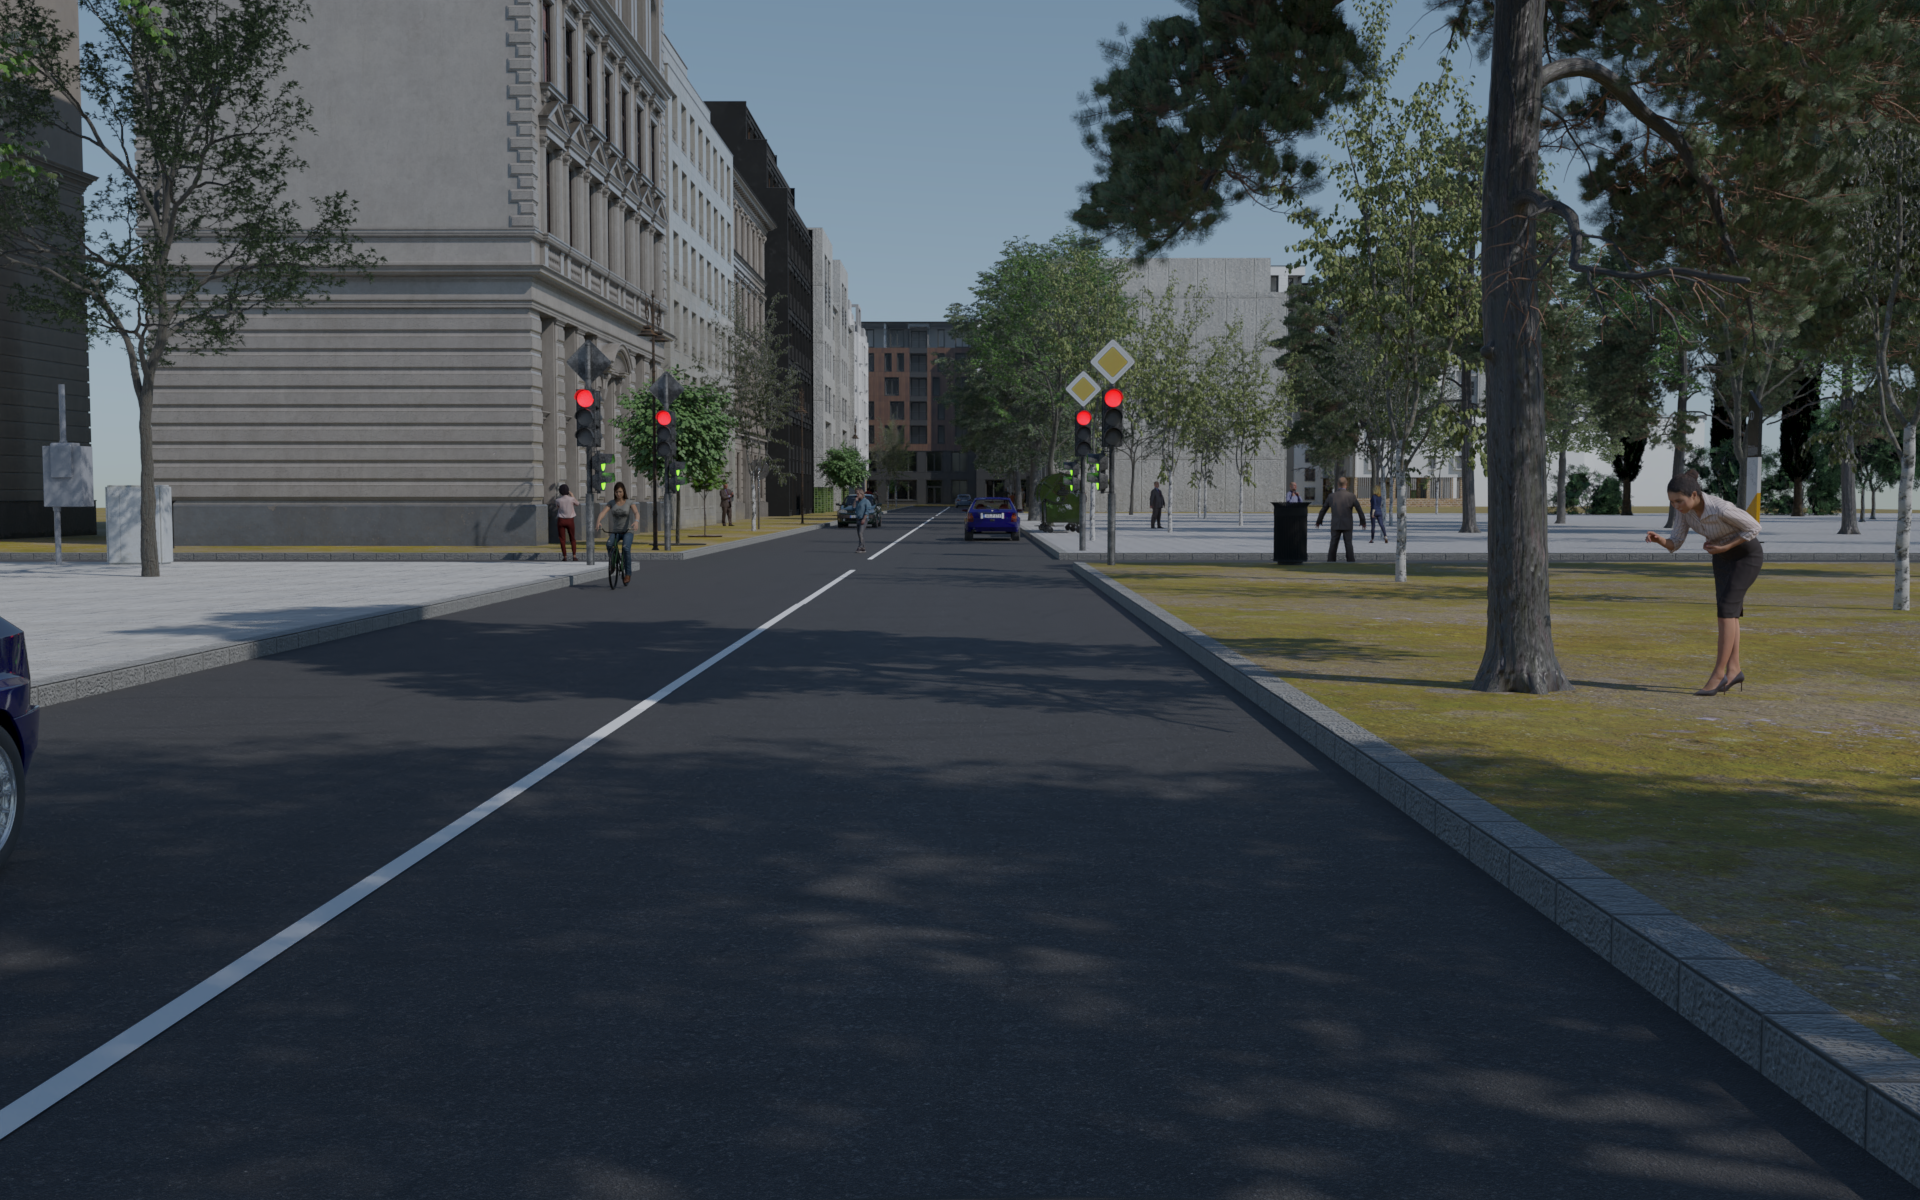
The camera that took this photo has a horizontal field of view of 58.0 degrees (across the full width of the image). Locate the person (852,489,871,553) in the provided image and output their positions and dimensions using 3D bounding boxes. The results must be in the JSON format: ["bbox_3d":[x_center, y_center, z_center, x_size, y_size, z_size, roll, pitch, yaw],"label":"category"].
[{"bbox_3d":[-2.408,-1.931,42.291,0.429,1.552,0.499,-1,4,-17],"label":"person"}]

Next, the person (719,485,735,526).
[{"bbox_3d":[-9.269,-3.814,69.094,0.600,1.739,0.565,1,4,18],"label":"person"}]

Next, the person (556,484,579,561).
[{"bbox_3d":[-8.405,-1.653,36.983,0.517,1.644,0.566,2,4,28],"label":"person"}]

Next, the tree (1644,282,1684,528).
[{"bbox_3d":[27.128,-9.614,64.615,7.806,13.903,7.818,0,3,0],"label":"tree"}]

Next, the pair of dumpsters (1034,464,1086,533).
[{"bbox_3d":[3.380,-3.442,58.769,1.574,2.255,4.436,0,4,0],"label":"pair of dumpsters"}]

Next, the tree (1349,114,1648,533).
[{"bbox_3d":[16.603,-9.156,57.123,7.806,13.903,7.818,0,3,0],"label":"tree"}]

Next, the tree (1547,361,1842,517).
[{"bbox_3d":[44.414,-12.324,103.312,18.604,14.587,13.155,0,4,7],"label":"tree"}]

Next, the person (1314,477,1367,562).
[{"bbox_3d":[7.375,-1.497,33.522,0.990,1.755,0.434,1,4,23],"label":"person"}]

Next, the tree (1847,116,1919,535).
[{"bbox_3d":[28.192,-9.031,55.073,7.806,13.903,7.818,0,3,0],"label":"tree"}]

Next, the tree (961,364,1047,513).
[{"bbox_3d":[3.697,-12.744,115.781,7.806,13.903,7.818,0,3,0],"label":"tree"}]

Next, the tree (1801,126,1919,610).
[{"bbox_3d":[10.629,-4.200,19.033,4.360,8.622,3.978,0,3,0],"label":"tree"}]

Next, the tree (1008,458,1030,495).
[{"bbox_3d":[4.110,-11.309,135.260,4.360,8.622,3.978,0,3,0],"label":"tree"}]

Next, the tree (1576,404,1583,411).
[{"bbox_3d":[29.354,-8.357,86.993,4.737,8.622,4.395,0,3,0],"label":"tree"}]

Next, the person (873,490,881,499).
[{"bbox_3d":[-7.837,-9.430,161.015,1.217,1.735,0.721,3,5,41],"label":"person"}]

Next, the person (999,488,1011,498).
[{"bbox_3d":[4.064,-9.004,153.396,1.348,1.807,0.705,-1,4,-10],"label":"person"}]

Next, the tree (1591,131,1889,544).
[{"bbox_3d":[20.413,-7.287,44.906,9.928,11.665,9.643,0,3,0],"label":"tree"}]

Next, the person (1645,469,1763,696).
[{"bbox_3d":[4.764,-0.112,11.061,0.628,1.438,0.799,2,4,31],"label":"person"}]

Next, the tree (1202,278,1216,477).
[{"bbox_3d":[7.248,-6.574,57.854,4.737,8.622,4.395,0,3,0],"label":"tree"}]

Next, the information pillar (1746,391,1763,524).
[{"bbox_3d":[17.932,-2.922,39.127,0.183,3.616,0.504,0,4,-3],"label":"information pillar"}]

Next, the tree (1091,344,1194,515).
[{"bbox_3d":[10.838,-10.498,106.061,7.601,10.594,8.767,-1,4,-14],"label":"tree"}]

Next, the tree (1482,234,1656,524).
[{"bbox_3d":[26.442,-9.569,74.585,7.486,12.596,7.792,0,3,0],"label":"tree"}]

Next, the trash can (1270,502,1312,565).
[{"bbox_3d":[5.987,-1.207,31.381,0.748,1.137,0.748,0,3,0],"label":"trash can"}]

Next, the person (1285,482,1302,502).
[{"bbox_3d":[8.122,-2.085,42.199,0.516,1.574,0.319,-2,4,-34],"label":"person"}]

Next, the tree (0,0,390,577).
[{"bbox_3d":[-12.671,-5.616,26.233,8.767,10.594,7.601,1,4,14],"label":"tree"}]

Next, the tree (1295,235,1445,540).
[{"bbox_3d":[11.762,-6.002,48.488,4.360,8.622,3.978,0,3,0],"label":"tree"}]

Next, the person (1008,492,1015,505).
[{"bbox_3d":[3.796,-7.131,125.894,1.065,1.426,0.557,0,4,8],"label":"person"}]

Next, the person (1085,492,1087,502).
[{"bbox_3d":[6.563,-5.244,92.602,0.431,1.722,0.655,0,4,1],"label":"person"}]

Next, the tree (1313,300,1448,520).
[{"bbox_3d":[20.623,-9.835,86.553,9.928,11.665,9.643,0,3,0],"label":"tree"}]

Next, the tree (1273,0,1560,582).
[{"bbox_3d":[6.407,-4.557,24.871,4.737,8.622,4.395,0,3,0],"label":"tree"}]

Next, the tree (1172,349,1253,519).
[{"bbox_3d":[12.882,-8.484,89.073,4.360,8.622,3.978,0,3,0],"label":"tree"}]

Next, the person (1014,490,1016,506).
[{"bbox_3d":[5.874,-11.060,187.692,0.721,1.723,1.217,0,4,0],"label":"person"}]

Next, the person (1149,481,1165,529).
[{"bbox_3d":[7.368,-3.537,64.427,0.434,1.755,0.990,3,5,44],"label":"person"}]

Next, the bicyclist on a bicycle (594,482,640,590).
[{"bbox_3d":[-5.178,-0.999,26.360,1.499,1.676,1.625,0,3,0],"label":"bicyclist on a bicycle"}]

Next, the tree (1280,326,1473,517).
[{"bbox_3d":[23.912,-11.530,98.882,12.009,13.543,11.850,0,3,0],"label":"tree"}]

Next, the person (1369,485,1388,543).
[{"bbox_3d":[10.928,-2.239,45.198,0.613,1.512,0.480,3,4,37],"label":"person"}]

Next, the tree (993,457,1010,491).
[{"bbox_3d":[5.224,-14.718,190.998,4.737,8.622,4.395,0,3,0],"label":"tree"}]

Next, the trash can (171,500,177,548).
[{"bbox_3d":[-17.987,-1.666,38.897,0.748,1.137,0.748,0,3,0],"label":"trash can"}]

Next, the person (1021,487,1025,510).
[{"bbox_3d":[4.953,-8.013,137.050,0.705,1.824,1.348,-1,4,-12],"label":"person"}]

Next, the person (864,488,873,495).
[{"bbox_3d":[-7.906,-8.750,149.045,1.348,1.831,0.705,0,4,-5],"label":"person"}]

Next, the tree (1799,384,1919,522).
[{"bbox_3d":[46.562,-7.432,84.413,11.467,7.101,20.602,1,4,21],"label":"tree"}]

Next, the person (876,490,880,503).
[{"bbox_3d":[-7.879,-9.624,164.867,0.593,1.643,0.415,-1,4,-13],"label":"person"}]
